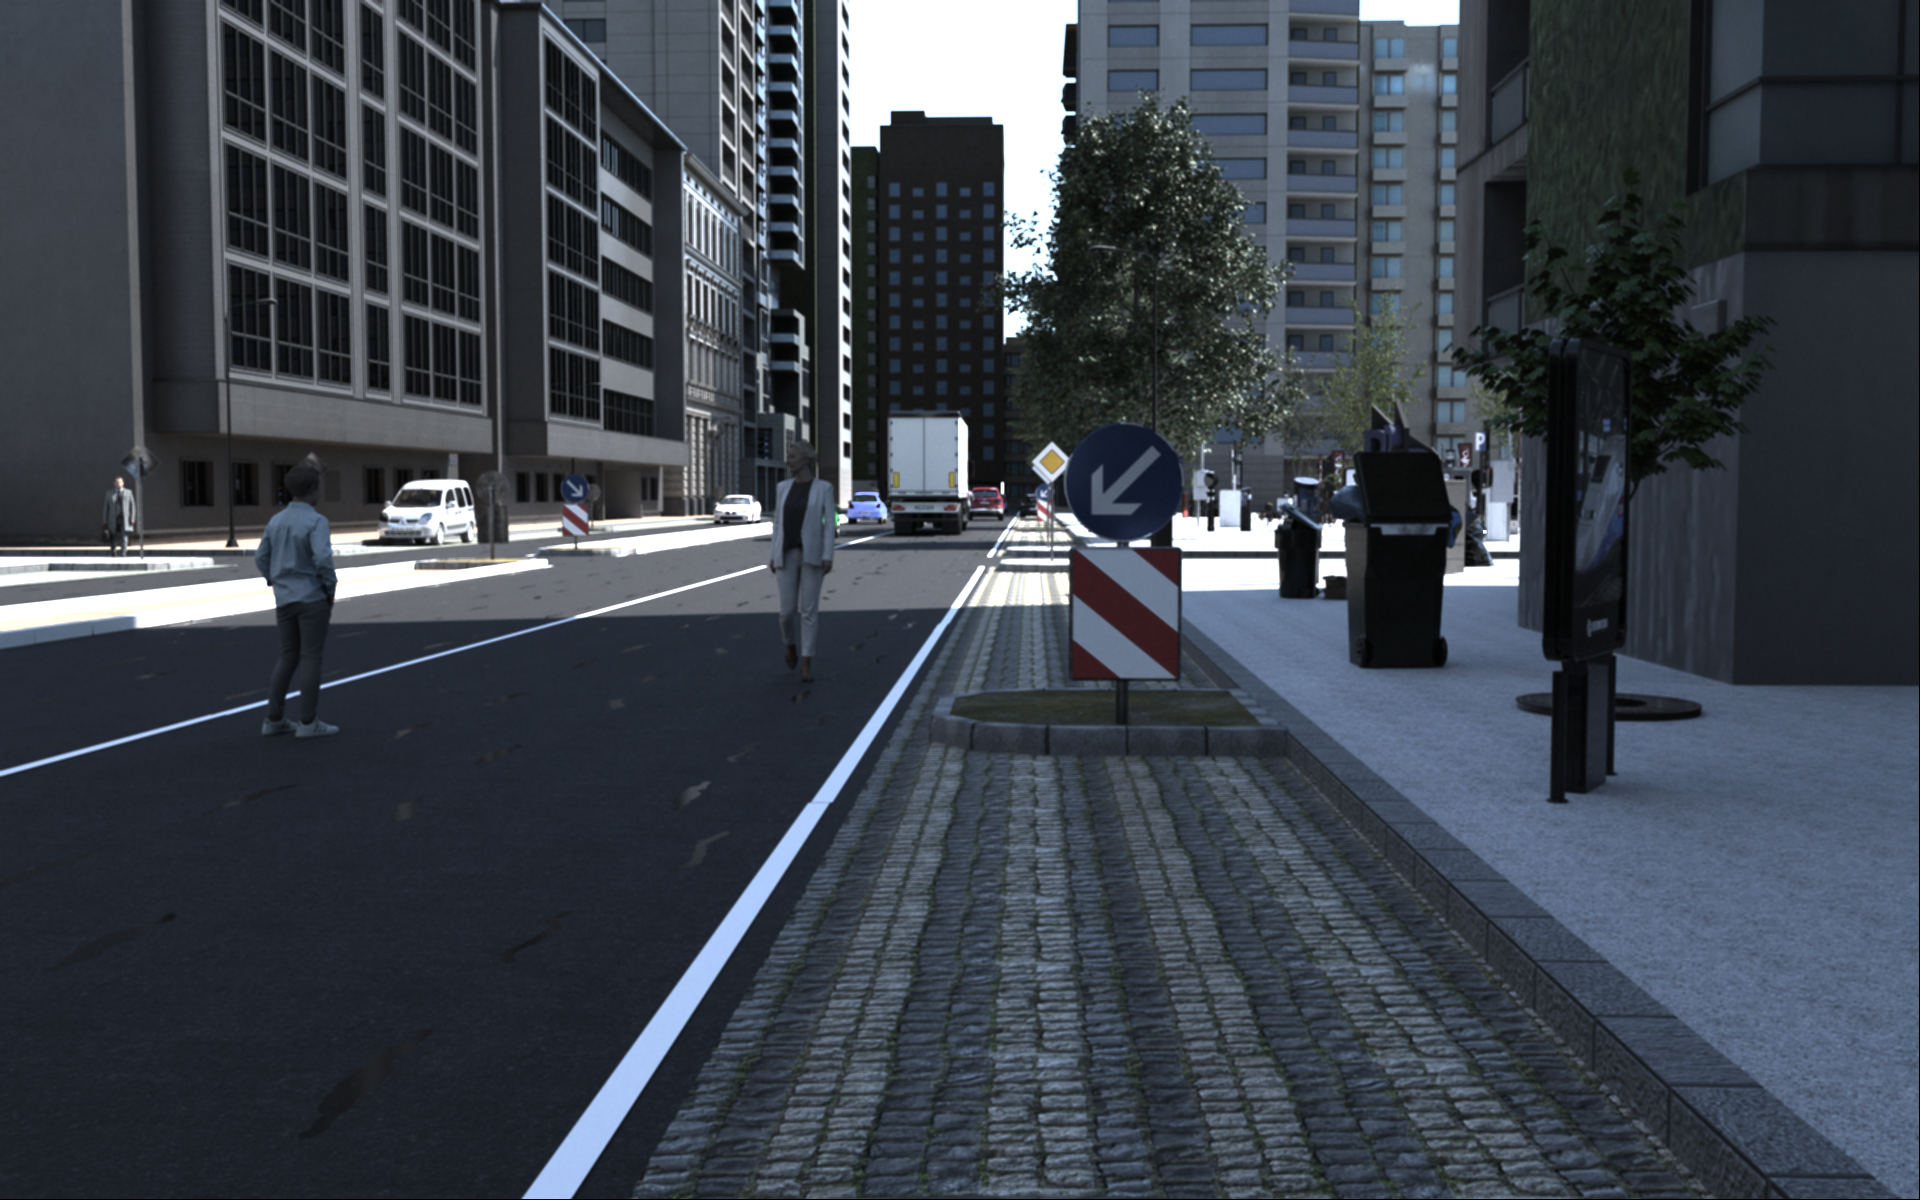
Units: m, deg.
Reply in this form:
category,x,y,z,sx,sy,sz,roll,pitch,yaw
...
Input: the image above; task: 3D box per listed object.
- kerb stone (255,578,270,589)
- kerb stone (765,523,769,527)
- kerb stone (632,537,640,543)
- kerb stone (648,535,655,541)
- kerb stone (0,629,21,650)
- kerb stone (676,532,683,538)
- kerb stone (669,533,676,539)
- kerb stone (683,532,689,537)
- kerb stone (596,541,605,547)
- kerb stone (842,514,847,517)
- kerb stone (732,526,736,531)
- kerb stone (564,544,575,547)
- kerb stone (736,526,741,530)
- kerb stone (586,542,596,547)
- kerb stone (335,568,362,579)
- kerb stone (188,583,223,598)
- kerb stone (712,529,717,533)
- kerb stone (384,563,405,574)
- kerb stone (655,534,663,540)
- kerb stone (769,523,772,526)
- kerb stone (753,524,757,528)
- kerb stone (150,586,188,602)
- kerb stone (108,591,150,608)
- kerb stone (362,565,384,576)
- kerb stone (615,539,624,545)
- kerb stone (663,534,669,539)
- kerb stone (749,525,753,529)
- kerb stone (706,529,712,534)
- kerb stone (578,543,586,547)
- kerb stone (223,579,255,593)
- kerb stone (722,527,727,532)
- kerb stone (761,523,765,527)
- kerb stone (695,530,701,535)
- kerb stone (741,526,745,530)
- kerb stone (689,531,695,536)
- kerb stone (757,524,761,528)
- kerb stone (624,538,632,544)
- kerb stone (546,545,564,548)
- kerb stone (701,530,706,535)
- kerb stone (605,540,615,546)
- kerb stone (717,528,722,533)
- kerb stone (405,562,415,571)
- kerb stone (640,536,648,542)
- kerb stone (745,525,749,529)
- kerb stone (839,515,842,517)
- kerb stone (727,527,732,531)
category,x,y,z,sx,sy,sz,roll,pitch,yaw
kerb stone,-10.568,-0.251,26.298,0.120,0.150,1.000,0,4,2
kerb stone,-8.543,-3.235,75.080,0.120,0.150,1.000,0,4,2
kerb stone,-9.561,-1.723,50.463,0.120,0.150,1.000,0,4,2
kerb stone,-9.482,-1.853,52.509,0.120,0.150,1.000,0,4,2
kerb stone,-8.892,0.380,15.985,0.120,0.150,1.000,0,4,2
kerb stone,-9.311,-2.105,56.614,0.120,0.150,1.000,0,4,2
kerb stone,-9.349,-2.042,55.587,0.120,0.150,1.000,0,4,2
kerb stone,-9.265,-2.168,57.650,0.120,0.150,1.000,0,4,2
kerb stone,-9.740,-1.472,46.342,0.120,0.150,1.000,0,4,2
kerb stone,-7.224,-5.178,106.851,0.120,0.150,1.000,0,4,2
kerb stone,-8.890,-2.733,66.882,0.120,0.150,1.000,0,4,2
kerb stone,-9.860,-1.289,43.274,0.120,0.150,1.000,0,4,2
kerb stone,-8.838,-2.796,67.903,0.120,0.150,1.000,0,4,2
kerb stone,-9.774,-1.414,45.320,0.120,0.150,1.000,0,4,2
kerb stone,-10.444,-0.439,29.365,0.120,0.150,1.000,0,4,2
kerb stone,-10.651,-0.126,24.248,0.120,0.150,1.000,0,4,2
kerb stone,-9.051,-2.482,62.778,0.120,0.150,1.000,0,4,2
kerb stone,-10.350,-0.564,31.413,0.120,0.150,1.000,0,4,2
kerb stone,-9.440,-1.917,53.545,0.120,0.150,1.000,0,4,2
kerb stone,-8.502,-3.290,76.102,0.120,0.150,1.000,0,4,2
kerb stone,-8.669,-3.044,71.993,0.120,0.150,1.000,0,4,2
kerb stone,-10.691,-0.063,23.227,0.120,0.150,1.000,0,4,2
kerb stone,-10.736,0.002,22.204,0.120,0.150,1.000,0,4,2
kerb stone,-10.395,-0.494,30.387,0.120,0.150,1.000,0,4,2
kerb stone,-9.650,-1.603,48.399,0.120,0.150,1.000,0,4,2
kerb stone,-9.400,-1.980,54.566,0.120,0.150,1.000,0,4,2
kerb stone,-8.718,-2.982,70.972,0.120,0.150,1.000,0,4,2
kerb stone,-9.098,-2.415,61.757,0.120,0.150,1.000,0,4,2
kerb stone,-9.823,-1.349,44.299,0.120,0.150,1.000,0,4,2
kerb stone,-10.615,-0.188,25.269,0.120,0.150,1.000,0,4,2
kerb stone,-8.970,-2.607,64.822,0.120,0.150,1.000,0,4,2
kerb stone,-8.594,-3.164,74.048,0.120,0.150,1.000,0,4,2
kerb stone,-9.179,-2.288,59.701,0.120,0.150,1.000,0,4,2
kerb stone,-8.801,-2.858,68.925,0.120,0.150,1.000,0,4,2
kerb stone,-9.225,-2.231,58.671,0.120,0.150,1.000,0,4,2
kerb stone,-8.627,-3.102,73.023,0.120,0.150,1.000,0,4,2
kerb stone,-9.609,-1.666,49.435,0.120,0.150,1.000,0,4,2
kerb stone,-9.906,-1.224,42.253,0.120,0.150,1.000,0,4,2
kerb stone,-9.148,-2.357,60.735,0.120,0.150,1.000,0,4,2
kerb stone,-9.693,-1.530,47.364,0.120,0.150,1.000,0,4,2
kerb stone,-9.012,-2.545,63.800,0.120,0.150,1.000,0,4,2
kerb stone,-10.315,-0.626,32.450,0.120,0.150,1.000,0,4,2
kerb stone,-9.519,-1.792,51.487,0.120,0.150,1.000,0,4,2
kerb stone,-8.760,-2.921,69.950,0.120,0.150,1.000,0,4,2
kerb stone,-7.356,-4.987,103.782,0.120,0.150,1.000,0,4,2
kerb stone,-8.925,-2.664,65.844,0.120,0.150,1.000,0,4,2
